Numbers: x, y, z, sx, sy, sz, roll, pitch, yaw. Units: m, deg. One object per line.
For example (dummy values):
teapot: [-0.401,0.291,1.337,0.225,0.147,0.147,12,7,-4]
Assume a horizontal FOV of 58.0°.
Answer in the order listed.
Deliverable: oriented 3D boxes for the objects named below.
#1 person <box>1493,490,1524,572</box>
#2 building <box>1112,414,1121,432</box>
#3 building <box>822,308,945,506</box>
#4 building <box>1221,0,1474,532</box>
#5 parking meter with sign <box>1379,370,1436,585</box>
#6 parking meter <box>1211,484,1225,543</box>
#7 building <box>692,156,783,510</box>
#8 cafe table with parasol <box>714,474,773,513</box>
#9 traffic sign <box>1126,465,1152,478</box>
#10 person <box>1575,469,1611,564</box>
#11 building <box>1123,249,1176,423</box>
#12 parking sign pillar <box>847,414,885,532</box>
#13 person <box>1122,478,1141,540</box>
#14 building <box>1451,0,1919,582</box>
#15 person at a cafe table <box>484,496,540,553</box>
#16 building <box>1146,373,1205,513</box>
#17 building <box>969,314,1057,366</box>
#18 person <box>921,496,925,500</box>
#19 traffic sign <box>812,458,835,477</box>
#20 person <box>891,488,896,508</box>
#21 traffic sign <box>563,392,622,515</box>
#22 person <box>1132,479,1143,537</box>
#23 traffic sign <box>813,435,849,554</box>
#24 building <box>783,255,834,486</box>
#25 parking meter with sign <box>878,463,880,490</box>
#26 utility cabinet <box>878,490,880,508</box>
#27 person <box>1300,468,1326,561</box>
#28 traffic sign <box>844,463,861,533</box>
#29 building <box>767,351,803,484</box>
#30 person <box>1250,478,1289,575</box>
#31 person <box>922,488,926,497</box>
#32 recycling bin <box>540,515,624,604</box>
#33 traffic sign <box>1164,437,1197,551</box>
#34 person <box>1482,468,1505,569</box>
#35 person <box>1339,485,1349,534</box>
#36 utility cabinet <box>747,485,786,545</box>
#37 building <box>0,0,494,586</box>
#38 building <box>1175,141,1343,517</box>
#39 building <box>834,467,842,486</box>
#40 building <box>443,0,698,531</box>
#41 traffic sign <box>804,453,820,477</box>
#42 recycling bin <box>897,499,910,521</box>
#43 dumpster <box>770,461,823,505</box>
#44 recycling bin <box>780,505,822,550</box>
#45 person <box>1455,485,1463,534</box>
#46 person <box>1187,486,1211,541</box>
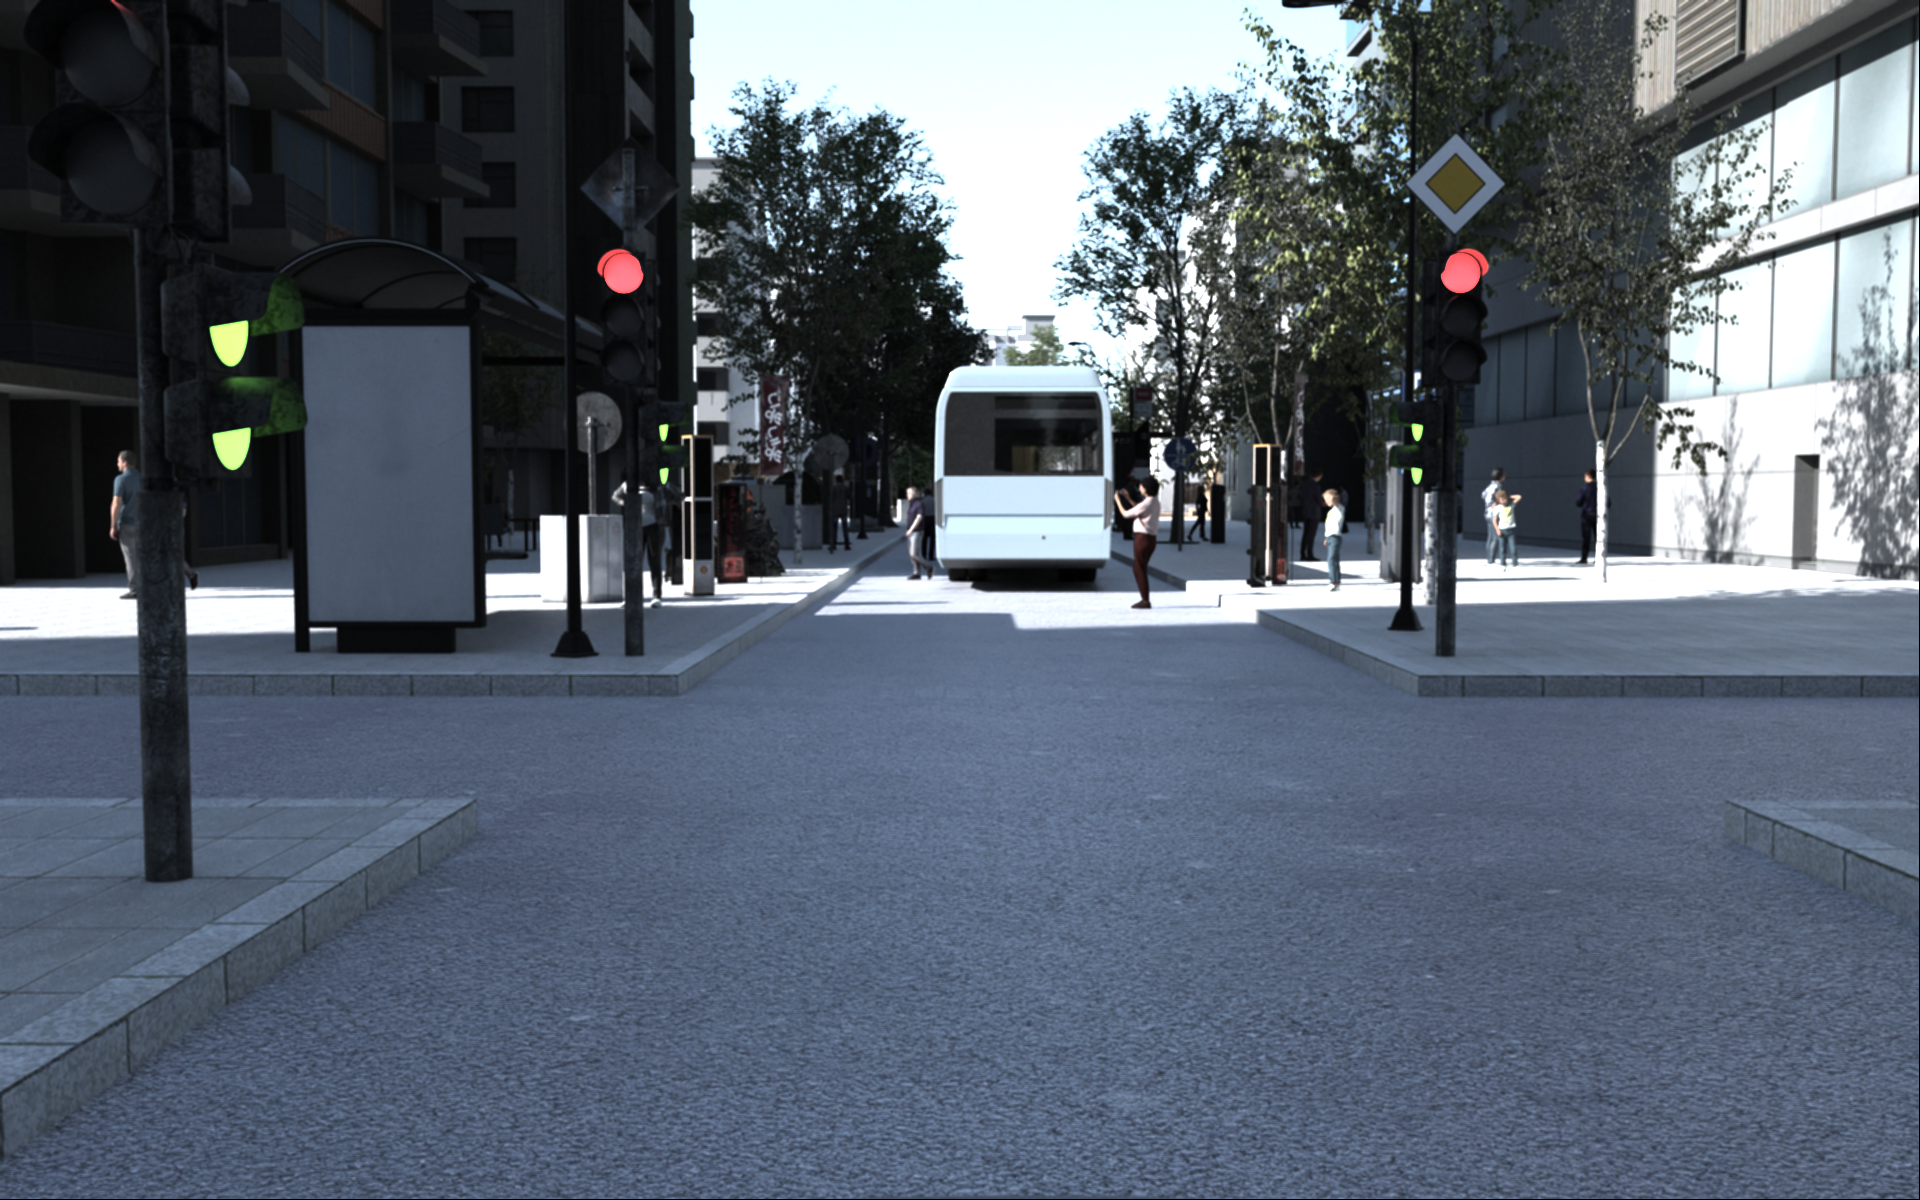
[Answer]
person: [9.030,-1.135,28.509,0.435,1.345,0.340,0,4,0]
building: [24.190,-14.823,184.508,28.070,9.664,9.099,0,4,0]
building: [-17.561,-21.435,194.430,32.646,21.610,27.936,0,4,0]
building: [24.537,-46.402,71.340,22.319,86.520,31.000,0,4,0]
parking meter with sign: [6.490,-1.774,25.273,0.543,3.016,1.738,0,4,1]
parking meter: [6.728,-2.247,45.151,0.372,1.533,0.369,0,3,0]
building: [-18.581,-14.599,95.110,16.016,20.091,11.380,0,4,0]
cafe table with parasol: [-7.263,-3.243,57.885,2.610,1.966,2.610,2,4,32]
traffic sign: [5.965,-3.523,57.605,0.884,2.594,0.081,1,4,10]
person: [11.611,-1.539,31.916,0.576,1.737,0.504,-1,4,-19]
building: [21.424,-17.309,139.426,16.016,20.091,11.380,0,4,0]
parking sign pillar: [-3.263,-4.294,58.673,1.447,3.967,1.447,2,4,25]
person: [4.815,-2.555,48.511,0.565,1.739,0.600,3,4,37]
building: [26.346,-27.164,33.375,27.495,52.752,28.713,0,4,0]
person at a cafe table: [-10.156,-1.689,38.482,1.698,1.238,1.726,0,4,0]
building: [18.460,-10.883,120.078,9.099,9.664,28.070,0,4,0]
building: [4.496,-20.321,188.667,11.380,20.091,16.016,0,4,0]
person: [-2.402,-6.844,121.182,0.421,1.427,0.697,-3,5,-39]
traffic sign: [-4.097,-3.189,52.248,0.768,2.556,0.104,0,4,3]
person: [-5.912,-9.140,155.498,0.705,1.823,1.348,1,4,10]
traffic sign: [-4.585,-1.314,21.592,0.768,2.556,0.104,1,4,10]
person: [5.300,-2.773,52.100,0.376,1.734,0.841,-1,4,-19]
traffic sign: [-2.761,-2.265,37.146,0.768,2.556,0.104,0,4,1]
building: [-18.540,-17.042,135.052,16.016,20.091,11.380,0,4,0]
parking meter with sign: [-4.064,-5.631,88.333,0.543,3.016,1.738,-2,4,-25]
utility cabinet: [-4.234,-4.692,85.391,0.318,1.500,1.173,-1,4,-20]
person: [6.799,-1.633,33.198,0.568,1.767,0.683,-2,4,-29]
traffic sign: [-3.460,-3.320,56.408,0.606,2.300,0.079,0,4,3]
building: [-14.878,-10.612,115.657,9.099,9.664,28.070,0,4,0]
person: [4.809,-1.127,26.841,0.546,1.535,0.453,0,4,-6]
person: [-2.805,-7.965,136.940,0.621,1.740,0.551,-2,4,-31]
recycling bin: [-4.502,-0.495,20.651,0.722,1.027,0.722,1,4,23]
traffic sign: [4.952,-2.373,38.900,0.768,2.556,0.104,1,4,8]
person: [9.236,-1.418,29.946,0.376,1.734,0.841,1,4,13]
person: [12.401,-2.946,56.164,0.435,1.587,0.963,1,4,12]
utility cabinet: [-4.799,-2.025,41.783,1.173,1.500,0.318,0,4,-8]
building: [-22.928,-23.294,35.486,22.147,44.769,28.867,0,4,0]
building: [21.139,-14.815,98.648,16.016,20.091,11.380,0,4,0]
building: [-16.161,-17.929,149.555,11.380,20.091,16.016,0,4,0]
building: [-18.085,-17.958,65.322,14.160,30.474,14.107,0,4,0]
traffic sign: [-4.459,-3.256,53.340,0.768,2.556,0.104,1,4,9]
recycling bin: [-2.544,-4.230,81.719,0.722,1.027,0.722,-1,4,-11]
dumpster: [-4.779,-2.976,51.156,1.502,2.255,1.985,0,4,0]
recycling bin: [-3.678,-1.688,40.154,0.722,1.027,0.722,3,5,41]
person: [16.069,-2.934,55.965,0.435,1.587,0.963,2,4,33]
person: [6.518,-2.361,47.186,0.613,1.512,0.480,-1,4,-22]
